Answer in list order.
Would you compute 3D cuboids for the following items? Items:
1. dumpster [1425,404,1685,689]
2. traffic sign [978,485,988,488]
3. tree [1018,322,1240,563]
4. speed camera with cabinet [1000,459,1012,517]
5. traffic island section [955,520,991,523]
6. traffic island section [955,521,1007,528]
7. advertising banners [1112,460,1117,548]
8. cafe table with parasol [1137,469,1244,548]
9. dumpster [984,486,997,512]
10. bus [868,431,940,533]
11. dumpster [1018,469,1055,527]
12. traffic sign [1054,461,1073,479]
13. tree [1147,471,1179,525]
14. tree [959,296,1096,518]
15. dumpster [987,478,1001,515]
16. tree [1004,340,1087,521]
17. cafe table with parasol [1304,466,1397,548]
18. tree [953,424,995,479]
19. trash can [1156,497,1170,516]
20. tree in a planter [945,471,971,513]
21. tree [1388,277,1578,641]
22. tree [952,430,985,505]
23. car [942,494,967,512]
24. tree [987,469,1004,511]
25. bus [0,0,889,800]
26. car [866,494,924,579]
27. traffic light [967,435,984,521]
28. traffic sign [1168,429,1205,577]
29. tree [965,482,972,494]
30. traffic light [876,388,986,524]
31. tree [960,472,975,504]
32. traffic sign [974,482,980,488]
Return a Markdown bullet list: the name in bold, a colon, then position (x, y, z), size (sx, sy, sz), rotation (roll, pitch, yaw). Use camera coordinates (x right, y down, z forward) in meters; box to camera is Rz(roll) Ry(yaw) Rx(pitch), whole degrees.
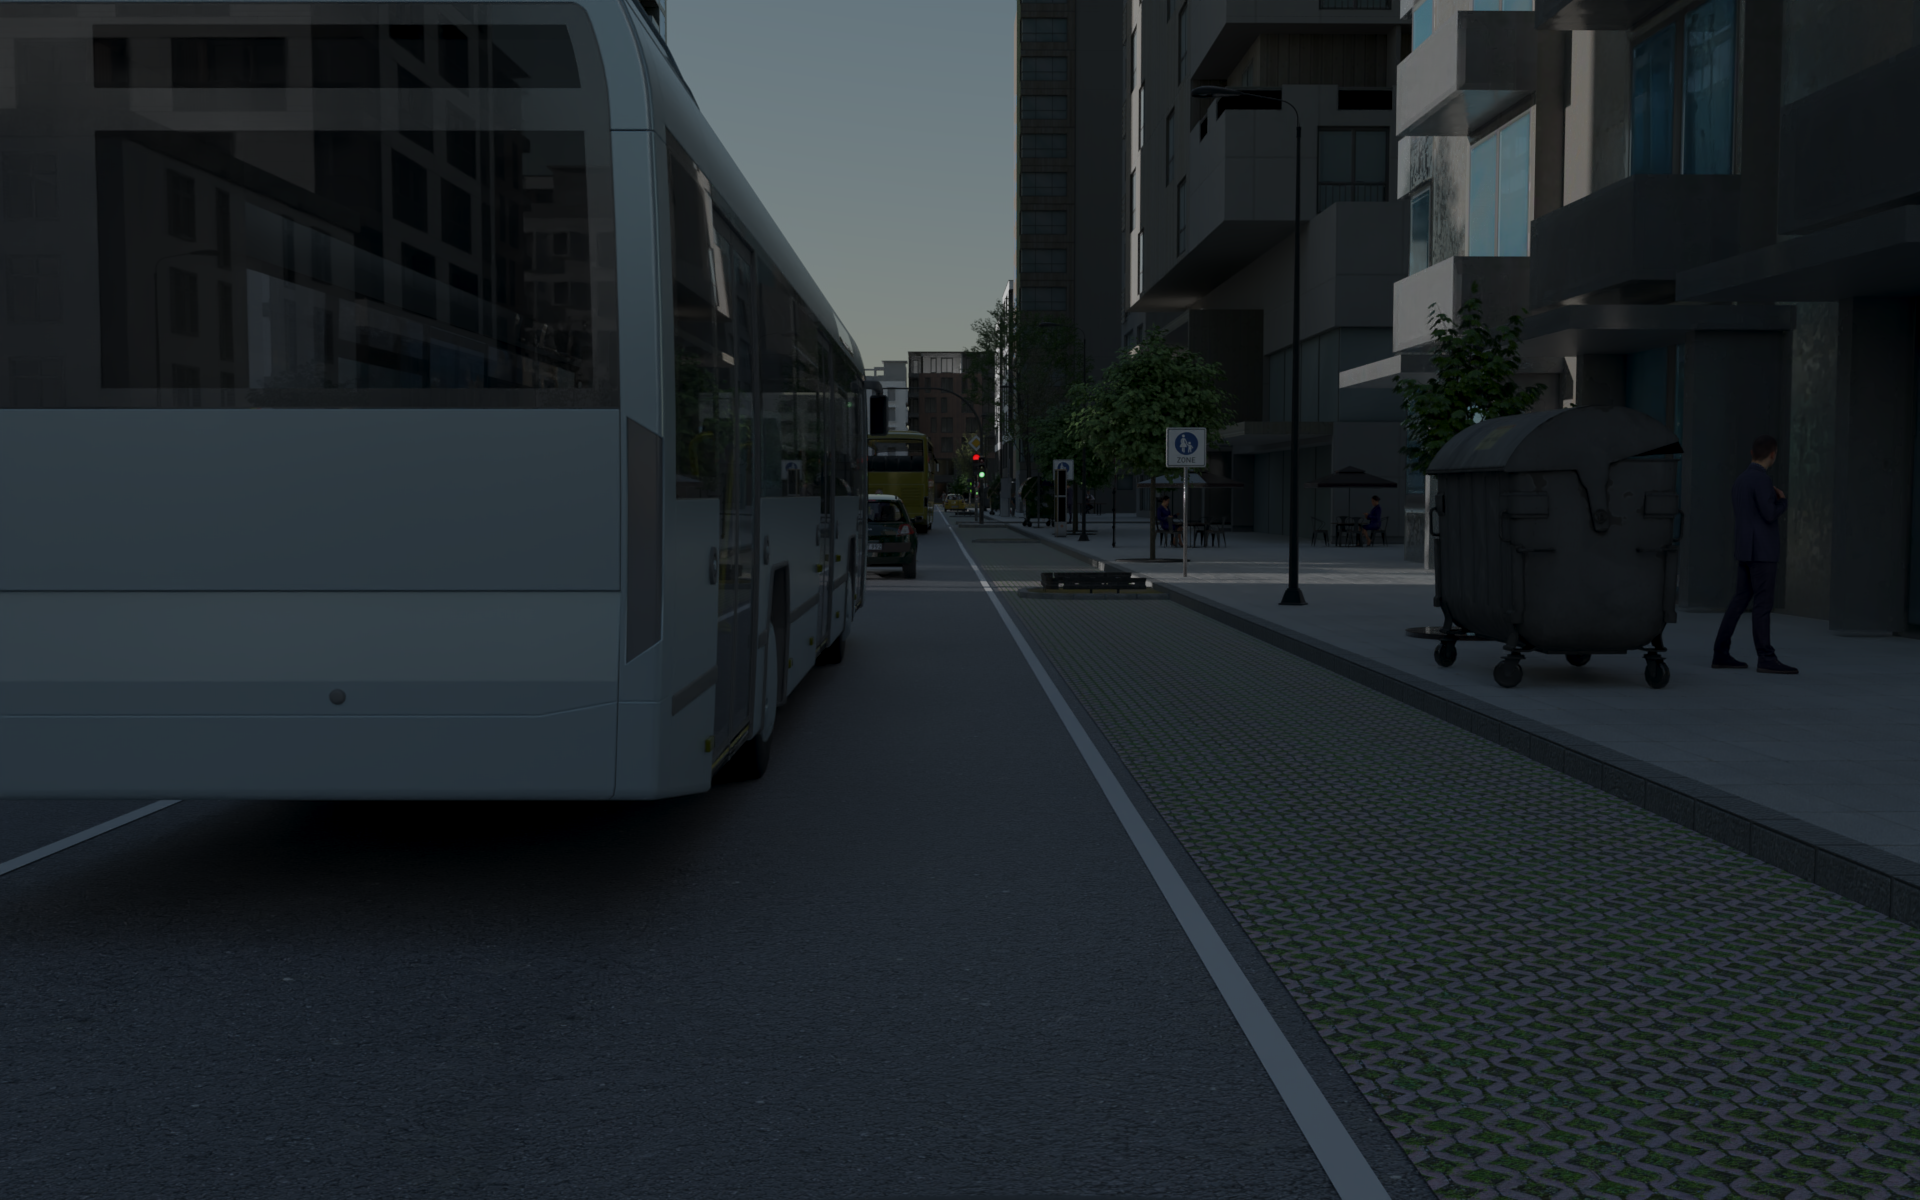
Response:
- **dumpster**: position (4.119, -0.387, 12.089), size (1.264, 1.857, 1.865), rotation (0, 4, -1)
- **traffic sign**: position (1.962, -8.766, 143.325), size (0.884, 2.594, 0.081), rotation (0, 4, 2)
- **tree**: position (3.756, -3.008, 32.893), size (4.285, 4.588, 4.351), rotation (0, 3, 0)
- **speed camera with cabinet**: position (2.559, -6.331, 97.840), size (0.660, 3.252, 2.038), rotation (0, 4, 0)
- **traffic island section**: position (0.792, -3.662, 82.156), size (2.009, 0.180, 2.903), rotation (0, 4, -1)
- **traffic island section**: position (0.934, -3.174, 74.172), size (2.009, 0.180, 2.903), rotation (0, 4, -1)
- **advertising banners**: position (3.768, -2.814, 42.199), size (0.090, 3.025, 2.074), rotation (0, 4, 6)
- **cafe table with parasol**: position (5.542, -2.247, 41.605), size (2.610, 1.966, 2.610), rotation (0, 4, 3)
- **dumpster**: position (2.180, -7.385, 126.504), size (1.264, 1.857, 1.865), rotation (0, 4, -1)
- **bus**: position (-2.333, -4.572, 66.297), size (2.896, 3.916, 12.252), rotation (0, 4, 0)
- **dumpster**: position (3.081, -3.987, 67.688), size (1.502, 2.255, 1.985), rotation (0, 4, -1)
- **traffic sign**: position (3.089, -3.035, 51.755), size (0.606, 2.300, 0.079), rotation (1, 4, 8)
- **tree**: position (8.582, -4.773, 72.638), size (1.663, 3.219, 1.824), rotation (0, 3, 0)
- **tree**: position (3.559, -10.165, 91.955), size (9.928, 11.665, 9.643), rotation (0, 3, 0)
- **dumpster**: position (2.416, -6.310, 105.668), size (1.502, 2.255, 1.985), rotation (0, 4, -1)
- **tree**: position (4.043, -8.088, 82.602), size (4.360, 8.622, 3.978), rotation (0, 3, 0)
- **cafe table with parasol**: position (9.461, -2.277, 42.089), size (2.610, 1.966, 2.610), rotation (-2, 4, -32)
- **tree**: position (1.464, -13.726, 174.776), size (4.360, 8.622, 3.978), rotation (0, 3, 0)
- **trash can**: position (9.614, -4.319, 82.265), size (0.748, 1.137, 0.748), rotation (0, 3, 0)
- **tree in a planter**: position (-0.134, -8.364, 133.980), size (1.991, 3.239, 1.994), rotation (0, 4, -1)
- **tree**: position (4.687, -1.280, 15.525), size (1.663, 3.219, 1.824), rotation (0, 3, 0)
- **tree**: position (1.124, -15.256, 199.797), size (4.737, 8.622, 4.395), rotation (0, 3, 0)
- **car**: position (-0.425, -7.891, 139.235), size (2.015, 1.641, 3.980), rotation (0, 4, -1)
- **tree**: position (3.004, -8.596, 135.140), size (1.663, 3.219, 1.824), rotation (0, 3, 0)
- **bus**: position (-2.193, -1.039, 11.844), size (2.948, 3.499, 13.247), rotation (0, 3, 0)
- **car**: position (-1.636, -1.279, 30.694), size (2.009, 1.686, 4.222), rotation (0, 4, -2)
- **traffic light**: position (0.751, -5.695, 82.041), size (0.839, 4.253, 0.868), rotation (0, 4, -1)
- **traffic sign**: position (3.484, -1.505, 26.744), size (0.606, 2.300, 0.079), rotation (0, 4, 0)
- **tree**: position (1.310, -13.962, 222.875), size (1.663, 3.219, 1.824), rotation (0, 3, 0)
- **traffic light**: position (-1.196, -6.068, 73.879), size (4.771, 5.953, 1.251), rotation (0, 4, -1)
- **tree**: position (1.329, -14.983, 228.678), size (4.285, 4.588, 4.351), rotation (0, 3, 0)
- **traffic sign**: position (1.389, -9.242, 151.206), size (0.768, 2.556, 0.104), rotation (0, 4, 4)
